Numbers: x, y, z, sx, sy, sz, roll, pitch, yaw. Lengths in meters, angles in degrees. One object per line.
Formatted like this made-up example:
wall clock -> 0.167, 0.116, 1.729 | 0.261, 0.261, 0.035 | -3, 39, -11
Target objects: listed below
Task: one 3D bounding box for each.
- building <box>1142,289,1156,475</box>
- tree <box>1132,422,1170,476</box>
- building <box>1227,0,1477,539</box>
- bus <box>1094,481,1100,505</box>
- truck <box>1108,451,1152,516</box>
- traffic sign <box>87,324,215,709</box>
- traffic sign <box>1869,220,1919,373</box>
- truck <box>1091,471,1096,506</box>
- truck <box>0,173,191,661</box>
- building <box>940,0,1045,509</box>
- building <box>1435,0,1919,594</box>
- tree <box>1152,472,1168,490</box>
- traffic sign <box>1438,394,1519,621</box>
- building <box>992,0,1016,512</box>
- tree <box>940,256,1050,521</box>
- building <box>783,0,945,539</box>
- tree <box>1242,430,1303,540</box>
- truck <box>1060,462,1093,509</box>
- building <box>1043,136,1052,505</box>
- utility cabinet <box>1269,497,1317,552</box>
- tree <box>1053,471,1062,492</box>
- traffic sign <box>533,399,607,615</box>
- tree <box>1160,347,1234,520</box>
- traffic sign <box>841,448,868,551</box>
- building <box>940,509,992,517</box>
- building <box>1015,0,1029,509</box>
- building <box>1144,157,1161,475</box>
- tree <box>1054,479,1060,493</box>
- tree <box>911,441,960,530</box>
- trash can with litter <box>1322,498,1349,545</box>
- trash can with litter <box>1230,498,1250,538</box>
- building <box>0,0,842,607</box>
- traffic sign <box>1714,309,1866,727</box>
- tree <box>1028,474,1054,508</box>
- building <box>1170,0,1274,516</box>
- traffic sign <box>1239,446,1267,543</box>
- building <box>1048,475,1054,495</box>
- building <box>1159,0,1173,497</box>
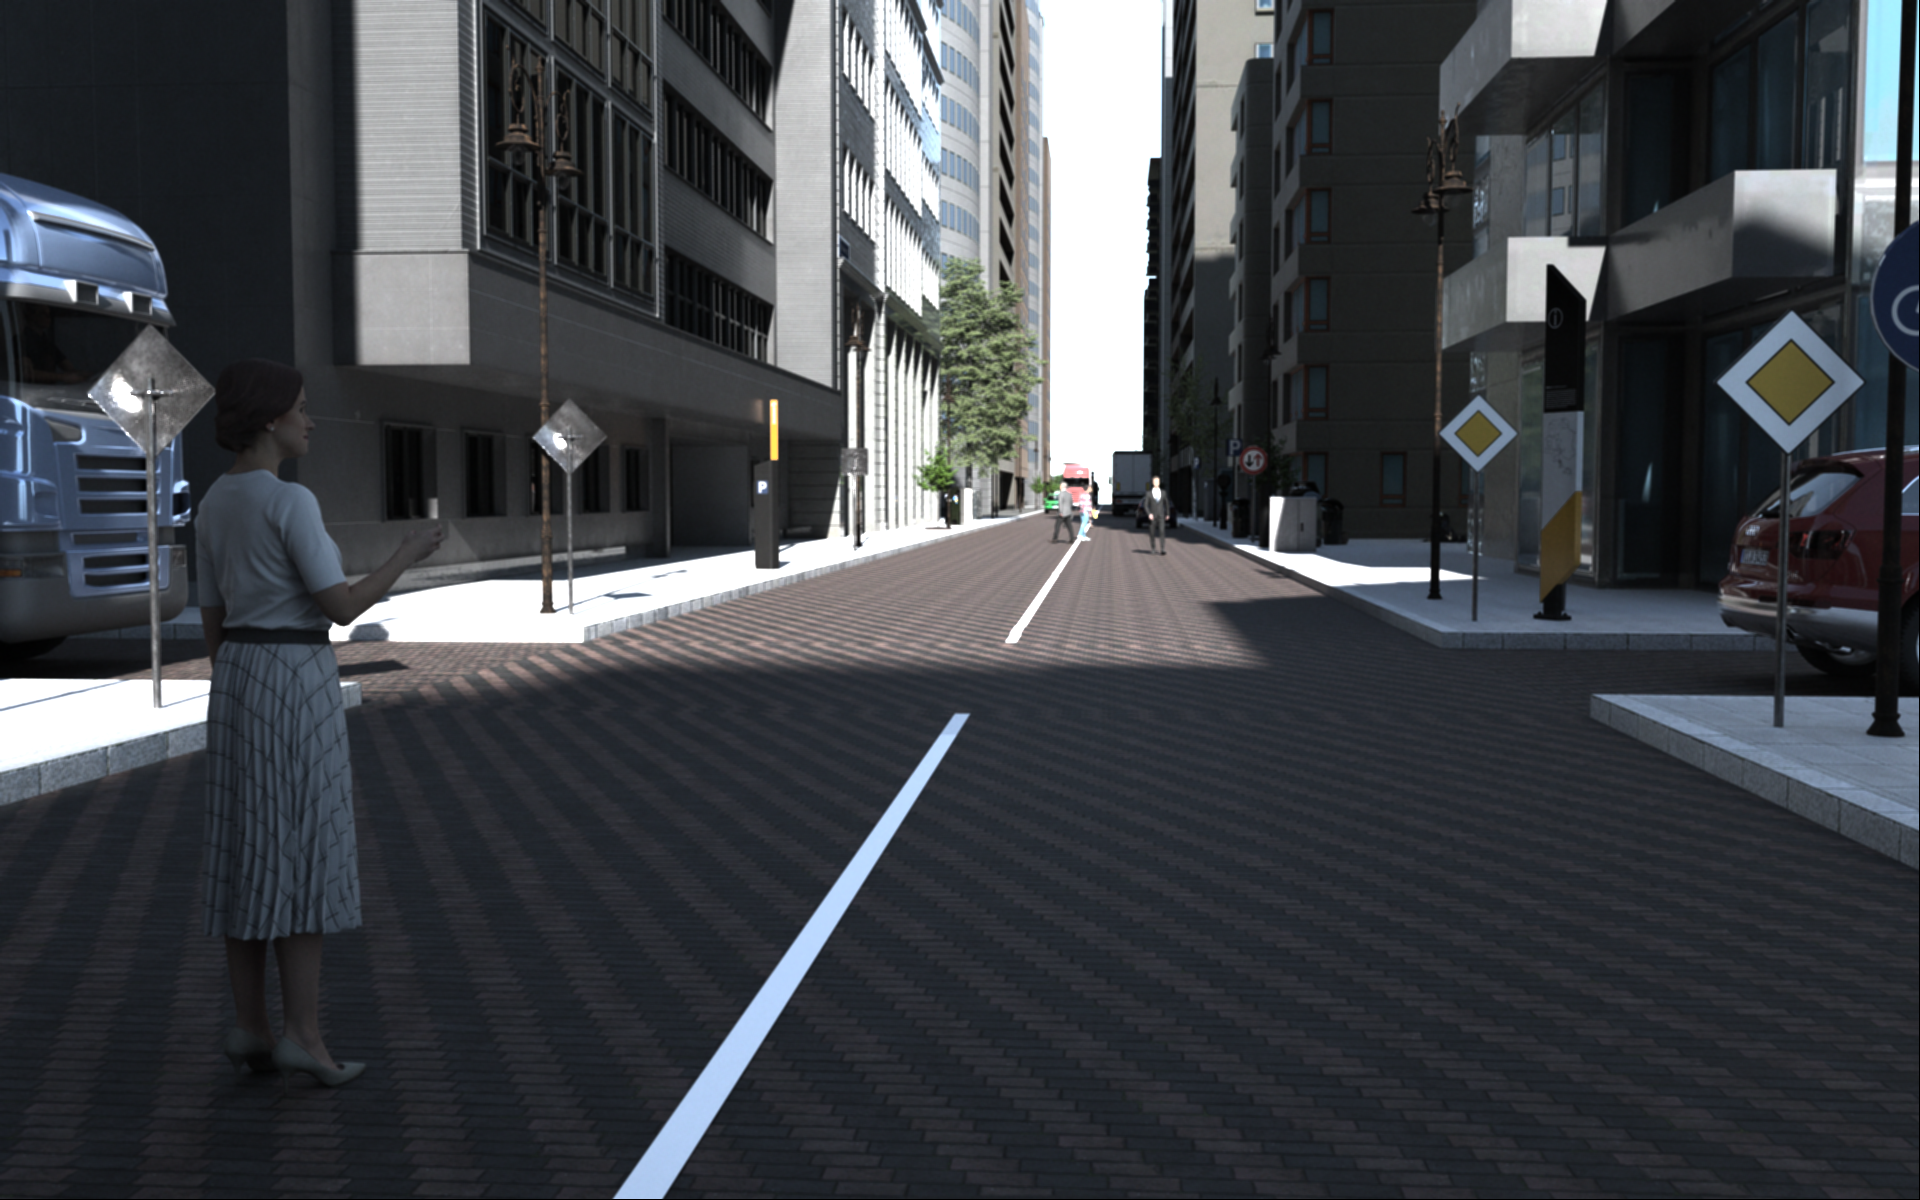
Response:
building -> 32.648, -28.821, 242.916 | 14.160, 30.474, 14.107 | 0, 4, 5
tree -> 19.661, -13.849, 176.787 | 4.360, 8.622, 3.978 | 0, 3, 0
building -> 24.667, -13.294, 62.391 | 27.650, 21.520, 28.899 | 0, 4, 5
bus -> 17.816, -14.915, 238.712 | 2.948, 3.499, 13.247 | 0, 4, 5
truck -> 11.528, -7.837, 117.041 | 2.839, 4.237, 11.283 | 0, 4, 4
traffic sign -> -4.800, -0.407, 10.303 | 0.795, 2.450, 0.064 | 0, 4, 5
traffic sign -> 4.472, -0.472, 7.817 | 0.768, 2.556, 0.104 | 1, 4, 9
truck -> 15.382, -13.799, 214.524 | 2.839, 4.237, 11.283 | 0, 4, 3
truck -> -15.272, -1.497, 14.239 | 18.799, 4.110, 2.967 | 0, 4, 4
building -> -1.819, -39.732, 191.623 | 21.231, 58.520, 28.212 | 0, 4, 5
building -> 22.897, -24.816, 25.351 | 30.456, 49.044, 23.786 | 0, 4, 5
tree -> 17.060, -9.513, 150.146 | 1.663, 3.219, 1.824 | 0, 3, 0
traffic sign -> 5.196, -0.844, 17.436 | 0.795, 2.450, 0.064 | 0, 4, 5
building -> -6.984, -31.112, 132.389 | 21.300, 48.544, 21.600 | 0, 4, 5
tree -> 0.406, -10.114, 83.492 | 7.486, 12.596, 7.792 | 0, 3, 0
building -> -7.515, -17.495, 63.543 | 11.434, 29.767, 29.804 | 0, 4, 5
tree -> 8.477, -3.274, 48.131 | 1.663, 3.219, 1.824 | 0, 3, 0
truck -> 10.479, -10.160, 155.030 | 2.839, 4.237, 11.283 | 0, 4, 4
building -> 4.092, -34.413, 212.762 | 14.600, 45.320, 14.200 | 0, 4, 5
utility cabinet -> 7.377, -1.665, 38.378 | 1.020, 1.237, 0.306 | 0, 4, 8
tree -> 14.199, -16.030, 245.805 | 4.285, 4.588, 4.351 | 0, 3, 0
traffic sign -> -4.112, -0.894, 18.259 | 0.795, 2.450, 0.064 | 0, 4, 5
tree -> 11.909, -8.323, 86.437 | 4.737, 8.622, 4.395 | 0, 3, 0
traffic sign -> -2.357, -2.237, 38.703 | 0.606, 2.300, 0.079 | 1, 4, 10
building -> -9.372, -34.577, 107.338 | 21.231, 58.520, 28.212 | 0, 4, 5
building -> -1.244, -30.610, 150.583 | 14.600, 45.320, 14.200 | 0, 4, 5
building -> 34.797, -34.627, 220.768 | 22.147, 44.769, 28.867 | 0, 4, 5
tree -> 9.917, -11.864, 188.583 | 1.663, 3.219, 1.824 | 0, 3, 0
tree -> -0.778, -4.159, 62.594 | 1.663, 3.219, 1.824 | 0, 3, 0
trash can with litter -> 9.495, -1.997, 44.032 | 0.624, 1.170, 1.055 | 2, 4, 30
trash can with litter -> 8.153, -2.415, 50.876 | 0.624, 1.170, 1.055 | 0, 4, -1
building -> -11.613, -13.150, 34.065 | 14.314, 24.678, 30.058 | 0, 4, 5
traffic sign -> 4.508, -0.357, 9.481 | 0.795, 2.450, 0.064 | 0, 4, 5
tree -> 7.429, -10.310, 163.165 | 1.663, 3.219, 1.824 | 0, 3, 0
building -> 26.632, -30.789, 127.100 | 21.300, 48.544, 21.600 | 0, 4, 5
traffic sign -> 7.757, -2.794, 45.781 | 0.768, 2.556, 0.104 | 1, 4, 14
building -> 2.229, -48.399, 229.571 | 20.563, 71.187, 20.611 | 0, 4, 5
building -> 32.734, -39.749, 191.896 | 21.231, 58.520, 28.212 | 0, 4, 5
